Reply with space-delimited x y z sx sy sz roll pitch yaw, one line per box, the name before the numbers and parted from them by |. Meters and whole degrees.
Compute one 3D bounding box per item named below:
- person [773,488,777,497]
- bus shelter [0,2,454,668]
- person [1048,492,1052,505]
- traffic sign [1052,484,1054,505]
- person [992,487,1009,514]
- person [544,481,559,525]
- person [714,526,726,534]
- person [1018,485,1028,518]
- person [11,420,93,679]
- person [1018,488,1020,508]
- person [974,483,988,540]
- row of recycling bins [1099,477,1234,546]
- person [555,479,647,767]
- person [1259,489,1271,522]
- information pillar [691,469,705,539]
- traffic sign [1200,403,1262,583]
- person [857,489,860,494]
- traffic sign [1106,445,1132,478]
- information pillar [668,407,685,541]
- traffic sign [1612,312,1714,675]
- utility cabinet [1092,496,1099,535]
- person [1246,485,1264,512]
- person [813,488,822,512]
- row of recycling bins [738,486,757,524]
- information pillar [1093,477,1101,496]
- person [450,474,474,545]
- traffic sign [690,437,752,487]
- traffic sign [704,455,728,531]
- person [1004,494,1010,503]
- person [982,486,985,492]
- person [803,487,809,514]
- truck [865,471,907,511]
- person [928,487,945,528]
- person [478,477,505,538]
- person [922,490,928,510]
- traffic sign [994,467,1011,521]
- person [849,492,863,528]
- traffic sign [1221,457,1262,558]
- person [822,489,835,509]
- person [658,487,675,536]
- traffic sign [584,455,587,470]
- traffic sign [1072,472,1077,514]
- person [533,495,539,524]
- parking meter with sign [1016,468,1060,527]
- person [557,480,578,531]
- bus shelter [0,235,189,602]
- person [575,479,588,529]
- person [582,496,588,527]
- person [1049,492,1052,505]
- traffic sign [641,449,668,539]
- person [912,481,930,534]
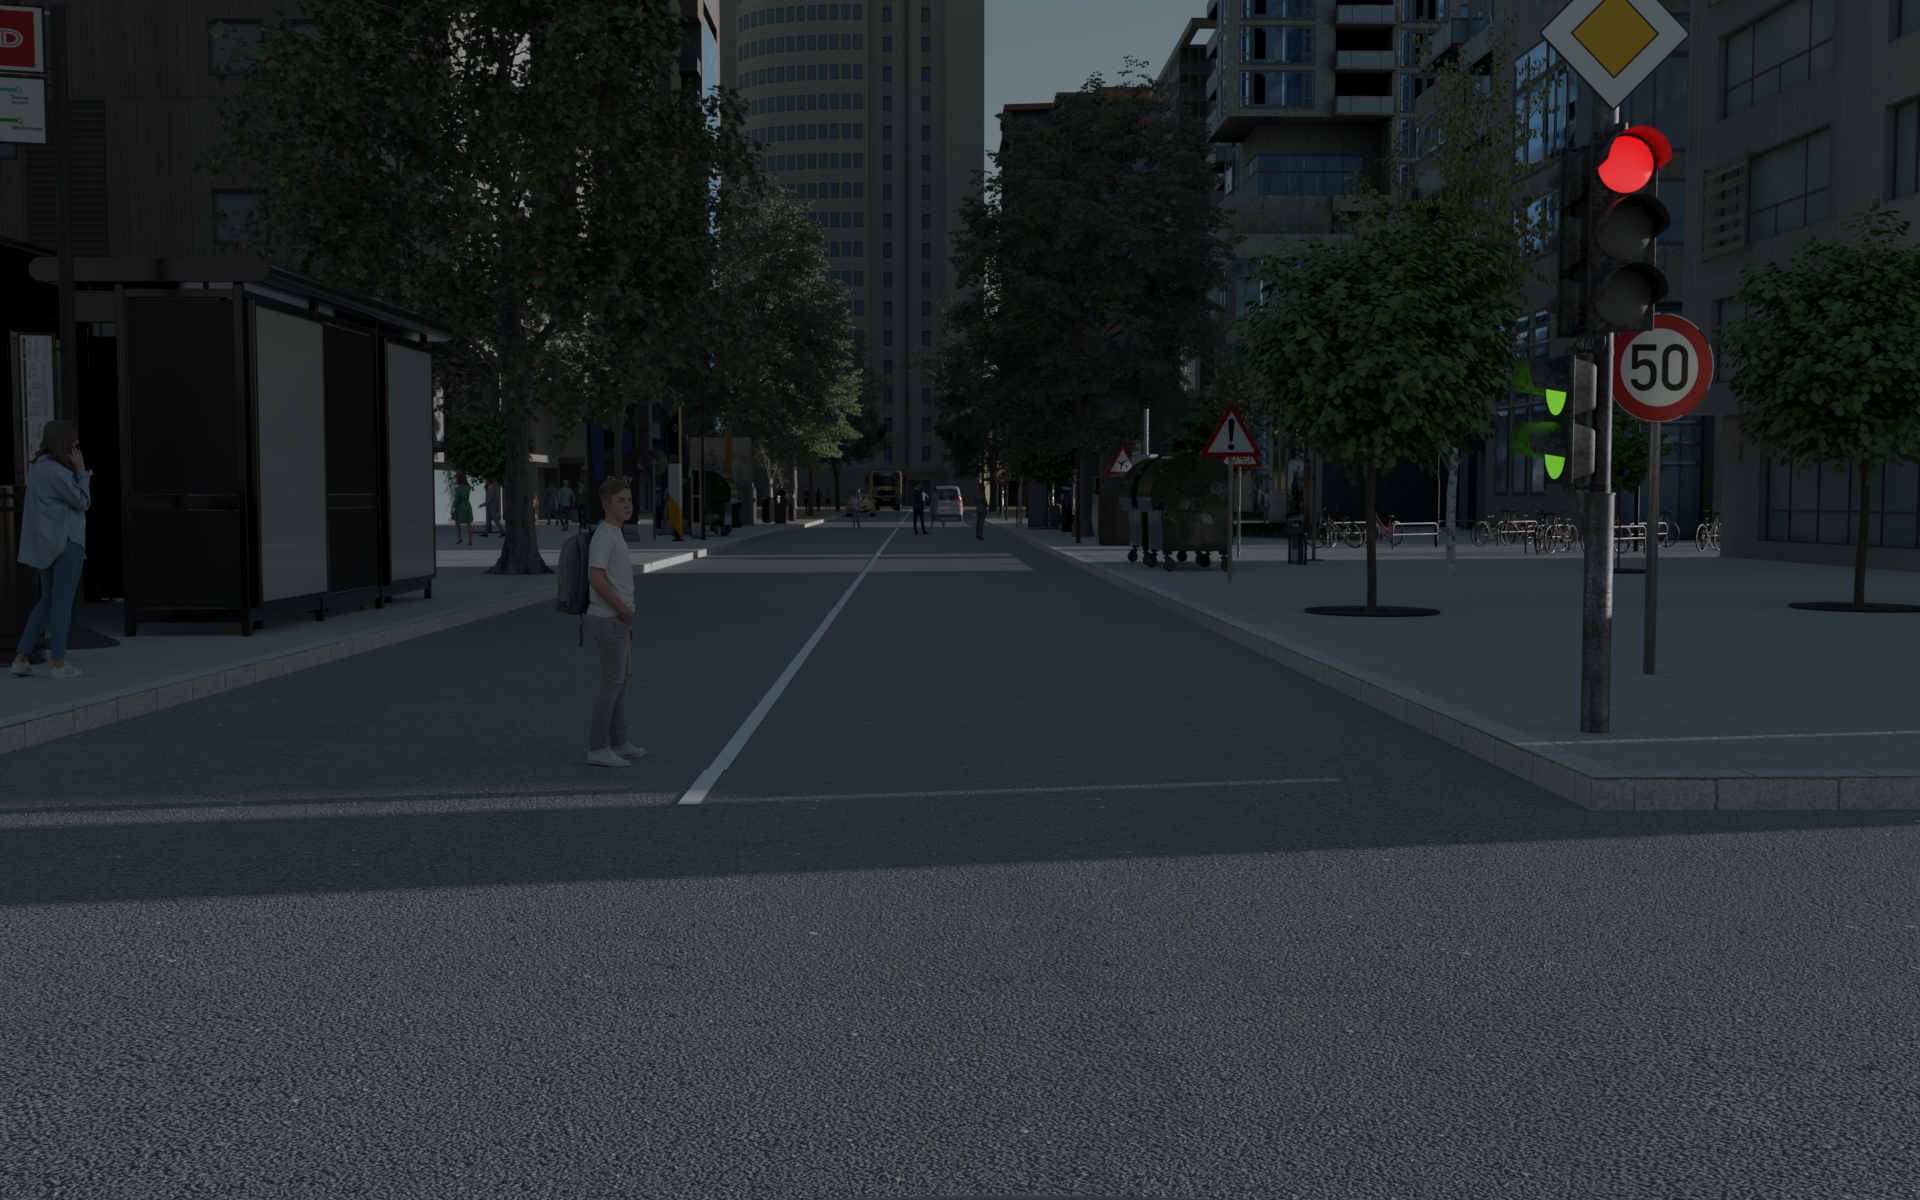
person | -12.799 -6.922 119.775 0.434 1.755 0.990 0 4 4
bus shelter | -7.211 -2.400 16.868 2.179 5.291 8.768 0 4 -1
person | 7.595 -8.833 151.020 0.990 1.755 0.434 0 4 4
traffic sign | 4.104 -4.676 76.558 0.768 2.556 0.104 0 4 6
person | 2.601 -6.310 109.726 1.217 1.766 0.721 2 4 33
person | -16.946 -4.027 71.992 0.694 1.812 0.767 -2 4 -31
person | -7.637 -2.997 55.311 0.678 1.792 0.850 0 4 4
person | 3.697 -5.321 92.976 1.348 1.831 0.705 2 4 25
person | -6.331 -0.351 12.053 0.793 1.790 0.793 0 4 7
person | 5.399 -9.518 161.536 0.599 1.838 0.709 0 4 1
person | 0.700 -2.798 54.529 0.520 1.790 0.573 2 4 28
row of recycling bins | 5.221 -2.225 43.490 3.534 1.692 1.069 -1 4 -16
person | -1.845 0.117 9.178 0.523 1.515 0.503 -2 4 -35
person | 13.041 -3.988 73.840 0.503 1.515 0.523 3 5 44
information pillar | -7.545 -2.776 49.885 0.304 2.012 0.304 1 4 16
traffic sign | 3.886 -1.522 24.883 0.884 2.594 0.081 0 4 2
person | -9.361 -9.424 160.673 0.434 1.755 0.990 -1 4 -21
traffic sign | 4.342 -2.830 46.271 0.884 2.594 0.081 0 4 2
information pillar | -7.727 -3.405 47.024 0.504 3.616 0.183 3 5 42
traffic sign | 4.908 -0.743 12.258 0.768 2.556 0.104 0 4 0
utility cabinet | 4.405 -2.680 54.975 0.306 1.237 1.020 -1 4 -9
person | 14.860 -4.890 86.714 1.217 1.735 0.721 -1 4 -23
person | -10.466 -7.361 127.118 0.721 1.735 1.217 2 4 32
row of recycling bins | -9.787 -4.078 73.785 1.069 1.692 3.534 2 4 26
information pillar | 5.880 -4.277 74.419 0.304 2.012 0.304 -1 4 -12
person | -12.473 -2.275 43.486 0.529 1.795 0.600 2 4 33
traffic sign | -8.610 -4.184 62.274 2.265 3.308 0.079 0 4 7
traffic sign | -7.937 -3.440 56.352 0.768 2.556 0.104 0 4 1
person | 3.705 -8.052 140.929 0.697 1.427 0.421 0 4 0
person | 1.528 -6.682 115.295 0.705 1.824 1.348 0 4 -7
person | -9.863 -6.412 111.335 0.683 1.767 0.568 2 4 24
truck | -6.317 -9.318 148.270 3.469 3.379 9.791 0 4 -2
person | -1.005 -3.863 72.412 0.760 1.731 0.466 -2 4 -24
person | -13.794 -2.736 51.057 0.850 1.792 0.678 -1 4 -11
person | -3.326 -8.874 153.574 1.348 1.826 0.705 -1 4 -18
traffic sign | 2.009 -5.011 82.036 0.768 2.556 0.104 0 4 2
person | -4.344 -3.747 72.362 0.523 1.515 0.503 2 4 30
traffic sign | 5.570 -2.115 34.589 0.884 2.594 0.081 0 4 3
person | -11.178 -8.551 146.647 1.217 1.735 0.721 0 4 3
person | -8.865 -2.840 52.748 0.573 1.790 0.520 3 4 36
traffic sign | -10.348 -3.018 49.448 0.768 2.556 0.104 0 4 4
traffic sign | 5.342 -4.976 81.459 0.768 2.556 0.104 0 4 0
person | -18.240 -3.879 74.132 0.373 1.253 0.362 1 4 11
parking meter with sign | 2.995 -4.316 66.821 1.738 3.016 0.543 1 4 18
person | -13.679 -3.296 60.412 0.515 1.767 0.782 3 5 41
bus shelter | -9.595 -1.605 17.520 1.731 3.624 6.357 0 4 -1
person | -13.954 -3.542 63.866 0.656 1.842 0.836 -1 4 -17
person | -14.152 -3.671 66.335 0.850 1.792 0.678 -2 4 -29
person | 6.937 -7.440 130.915 0.599 1.433 0.991 1 4 21
traffic sign | -8.628 -2.983 48.871 0.768 2.556 0.104 0 4 2
person | -1.445 -3.314 62.044 0.474 1.900 0.648 -3 5 -41
